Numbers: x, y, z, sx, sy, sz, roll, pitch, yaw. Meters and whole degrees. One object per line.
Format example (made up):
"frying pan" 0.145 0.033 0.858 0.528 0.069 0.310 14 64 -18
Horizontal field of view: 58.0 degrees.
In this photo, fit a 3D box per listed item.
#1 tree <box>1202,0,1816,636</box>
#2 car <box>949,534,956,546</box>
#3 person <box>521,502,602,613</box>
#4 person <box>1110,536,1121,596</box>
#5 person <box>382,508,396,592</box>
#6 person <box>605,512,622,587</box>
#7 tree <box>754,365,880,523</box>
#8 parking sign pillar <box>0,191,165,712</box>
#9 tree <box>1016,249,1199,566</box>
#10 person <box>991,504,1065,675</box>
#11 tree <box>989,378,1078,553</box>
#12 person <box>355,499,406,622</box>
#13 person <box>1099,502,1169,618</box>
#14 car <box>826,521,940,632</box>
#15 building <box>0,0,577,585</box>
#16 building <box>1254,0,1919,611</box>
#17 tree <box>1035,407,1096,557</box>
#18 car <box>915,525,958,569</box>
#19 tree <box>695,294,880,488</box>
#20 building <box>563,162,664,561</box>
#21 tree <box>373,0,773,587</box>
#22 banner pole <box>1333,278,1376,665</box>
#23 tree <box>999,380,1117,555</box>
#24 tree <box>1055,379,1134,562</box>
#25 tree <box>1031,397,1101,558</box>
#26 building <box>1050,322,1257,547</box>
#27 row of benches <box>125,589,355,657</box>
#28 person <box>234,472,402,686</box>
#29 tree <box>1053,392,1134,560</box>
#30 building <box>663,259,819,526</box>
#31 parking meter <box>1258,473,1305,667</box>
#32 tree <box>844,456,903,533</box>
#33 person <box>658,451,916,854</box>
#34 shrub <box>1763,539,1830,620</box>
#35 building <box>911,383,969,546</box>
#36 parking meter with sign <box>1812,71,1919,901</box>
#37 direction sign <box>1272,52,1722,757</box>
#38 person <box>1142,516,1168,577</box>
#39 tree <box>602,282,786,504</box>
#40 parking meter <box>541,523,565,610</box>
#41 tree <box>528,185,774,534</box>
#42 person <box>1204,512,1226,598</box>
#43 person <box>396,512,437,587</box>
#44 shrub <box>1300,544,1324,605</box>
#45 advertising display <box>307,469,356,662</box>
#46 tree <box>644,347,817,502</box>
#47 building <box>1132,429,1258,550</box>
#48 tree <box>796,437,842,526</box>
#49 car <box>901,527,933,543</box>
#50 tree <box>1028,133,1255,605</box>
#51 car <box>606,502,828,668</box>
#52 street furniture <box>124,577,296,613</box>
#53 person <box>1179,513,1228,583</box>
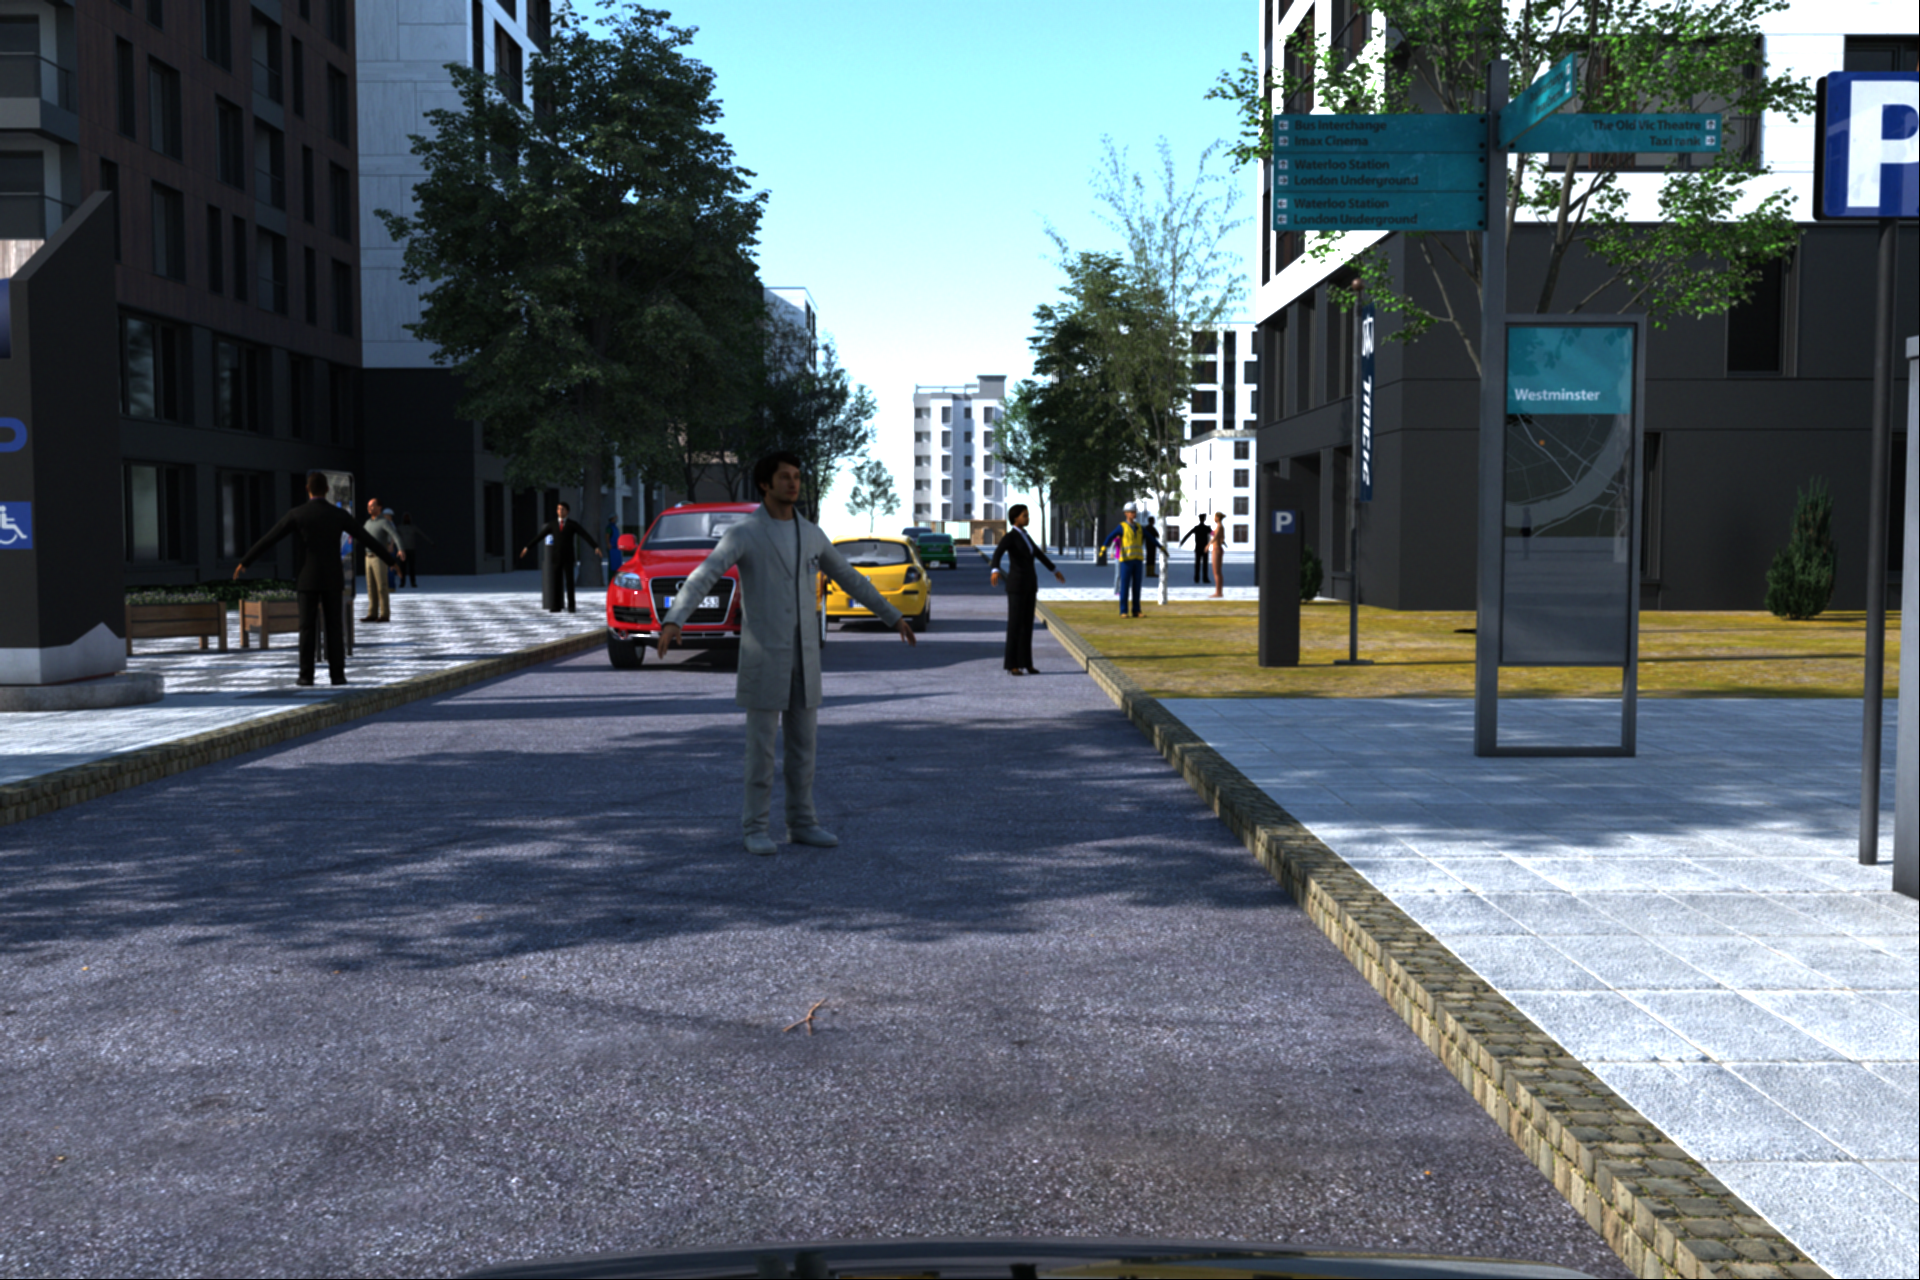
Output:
"tree" 6.949 -5.872 21.771 9.928 11.665 9.643 0 3 0
"car" -1.239 -6.839 120.617 1.959 1.807 4.718 0 4 0
"person" -6.487 -1.352 28.293 1.347 1.806 0.705 0 4 3
"person" 3.400 -1.648 36.213 0.599 1.433 0.991 2 4 34
"person" -12.609 -1.975 38.147 0.705 1.847 1.347 -2 4 -30
"person" -8.403 -2.202 42.130 0.704 1.817 1.347 0 4 6
"tree" -8.913 -10.970 105.115 9.928 11.665 9.643 0 3 0
"parking sign pillar" -6.851 -1.504 13.068 1.447 3.967 1.447 0 3 0
"tree" 5.929 -9.269 69.681 7.486 12.596 7.792 0 3 0
"person" 0.681 -0.517 17.628 0.721 1.740 1.216 3 4 37
"tree" 5.481 -11.636 116.008 9.928 11.665 9.643 0 3 0
"person" -8.506 -1.157 25.196 1.348 1.796 0.705 2 4 30
"person" 2.662 -1.229 26.550 1.216 1.772 0.721 -2 4 -24
"car" -1.324 -1.016 26.831 2.015 1.641 3.980 0 4 0
"building" -28.968 -12.665 51.055 27.936 21.610 32.646 0 4 0
"building" 21.198 -12.262 44.466 27.936 21.610 32.646 0 3 0
"tree" 6.081 -9.035 98.085 4.360 8.622 3.978 0 3 0
"car" -1.059 -3.830 71.417 1.959 1.807 4.718 0 4 -1
"tree" -9.286 -10.978 89.856 12.009 13.543 11.850 0 3 0
"building" -26.643 -13.774 91.671 16.747 18.905 31.486 0 4 -1
"tree" -8.996 -8.264 41.770 9.857 13.997 8.962 0 3 0
"banner pole" 3.901 -1.639 16.812 0.401 3.779 0.863 0 4 -1
"tree" 5.991 -10.449 105.252 8.767 10.594 7.601 2 4 27
"tree" 6.176 -7.839 78.537 4.360 8.622 3.978 0 3 0
"tree" 6.413 -8.631 91.473 4.360 8.622 3.978 0 3 0
"building" 23.332 -20.754 183.303 27.936 21.610 32.646 0 4 0
"row of benches" -8.501 -0.200 18.732 4.104 0.672 1.422 -3 5 -43
"person" -5.435 -0.518 14.700 1.346 1.802 0.704 -1 4 -22
"tree" 6.172 -8.201 84.450 4.737 8.622 4.395 0 3 0
"building" -26.699 -18.182 141.253 27.936 21.610 32.646 0 4 0
"parking meter" 3.108 -0.675 16.744 0.399 1.863 0.255 0 4 -2
"tree" -10.297 -16.639 206.462 7.601 10.594 8.767 0 4 -6
"person" -0.803 0.046 7.892 1.347 1.806 0.705 -3 4 -37
"shrub" 12.502 -0.903 25.873 1.383 1.207 1.383 0 3 0
"building" -5.578 -21.485 210.162 11.380 20.090 16.016 0 4 5
"parking meter with sign" 3.533 -0.585 5.818 0.543 3.016 1.738 0 4 0
"direction sign" 3.033 -1.259 9.340 2.525 3.948 1.411 0 4 0
"person" 5.738 -2.790 51.760 0.704 1.812 1.346 -2 4 -28
"tree" -9.947 -8.420 63.419 9.928 11.665 9.643 0 3 0
"parking meter" -6.930 -1.289 29.490 0.372 1.533 0.369 0 3 0
"tree" -9.169 -7.682 51.359 9.928 11.665 9.643 0 3 0
"person" 5.155 -1.733 35.135 0.721 1.733 1.217 1 4 21
"person" -13.292 -2.173 41.657 1.348 1.813 0.705 -1 4 -19
"shrub" 6.143 -1.251 31.568 1.383 1.207 1.383 0 3 0
"advertising display" -6.416 -0.765 17.718 0.123 1.923 0.974 0 4 1
"tree" -9.890 -8.627 75.472 8.767 10.594 7.601 -3 5 -44
"building" 21.175 -12.896 152.998 9.099 9.664 28.070 0 3 0
"tree" -9.565 -10.138 116.123 4.360 8.622 3.978 0 3 0
"car" -2.210 -4.982 90.130 2.281 1.827 5.304 0 4 0
"tree" 3.923 -4.954 31.367 4.360 8.622 3.978 0 3 0
"car" -2.713 -0.705 20.203 2.281 1.827 5.304 0 4 0
"street furniture" -15.528 -0.820 29.042 10.072 0.657 5.734 -3 4 -36
"person" 6.355 -2.416 45.431 1.347 1.837 0.705 2 4 28
